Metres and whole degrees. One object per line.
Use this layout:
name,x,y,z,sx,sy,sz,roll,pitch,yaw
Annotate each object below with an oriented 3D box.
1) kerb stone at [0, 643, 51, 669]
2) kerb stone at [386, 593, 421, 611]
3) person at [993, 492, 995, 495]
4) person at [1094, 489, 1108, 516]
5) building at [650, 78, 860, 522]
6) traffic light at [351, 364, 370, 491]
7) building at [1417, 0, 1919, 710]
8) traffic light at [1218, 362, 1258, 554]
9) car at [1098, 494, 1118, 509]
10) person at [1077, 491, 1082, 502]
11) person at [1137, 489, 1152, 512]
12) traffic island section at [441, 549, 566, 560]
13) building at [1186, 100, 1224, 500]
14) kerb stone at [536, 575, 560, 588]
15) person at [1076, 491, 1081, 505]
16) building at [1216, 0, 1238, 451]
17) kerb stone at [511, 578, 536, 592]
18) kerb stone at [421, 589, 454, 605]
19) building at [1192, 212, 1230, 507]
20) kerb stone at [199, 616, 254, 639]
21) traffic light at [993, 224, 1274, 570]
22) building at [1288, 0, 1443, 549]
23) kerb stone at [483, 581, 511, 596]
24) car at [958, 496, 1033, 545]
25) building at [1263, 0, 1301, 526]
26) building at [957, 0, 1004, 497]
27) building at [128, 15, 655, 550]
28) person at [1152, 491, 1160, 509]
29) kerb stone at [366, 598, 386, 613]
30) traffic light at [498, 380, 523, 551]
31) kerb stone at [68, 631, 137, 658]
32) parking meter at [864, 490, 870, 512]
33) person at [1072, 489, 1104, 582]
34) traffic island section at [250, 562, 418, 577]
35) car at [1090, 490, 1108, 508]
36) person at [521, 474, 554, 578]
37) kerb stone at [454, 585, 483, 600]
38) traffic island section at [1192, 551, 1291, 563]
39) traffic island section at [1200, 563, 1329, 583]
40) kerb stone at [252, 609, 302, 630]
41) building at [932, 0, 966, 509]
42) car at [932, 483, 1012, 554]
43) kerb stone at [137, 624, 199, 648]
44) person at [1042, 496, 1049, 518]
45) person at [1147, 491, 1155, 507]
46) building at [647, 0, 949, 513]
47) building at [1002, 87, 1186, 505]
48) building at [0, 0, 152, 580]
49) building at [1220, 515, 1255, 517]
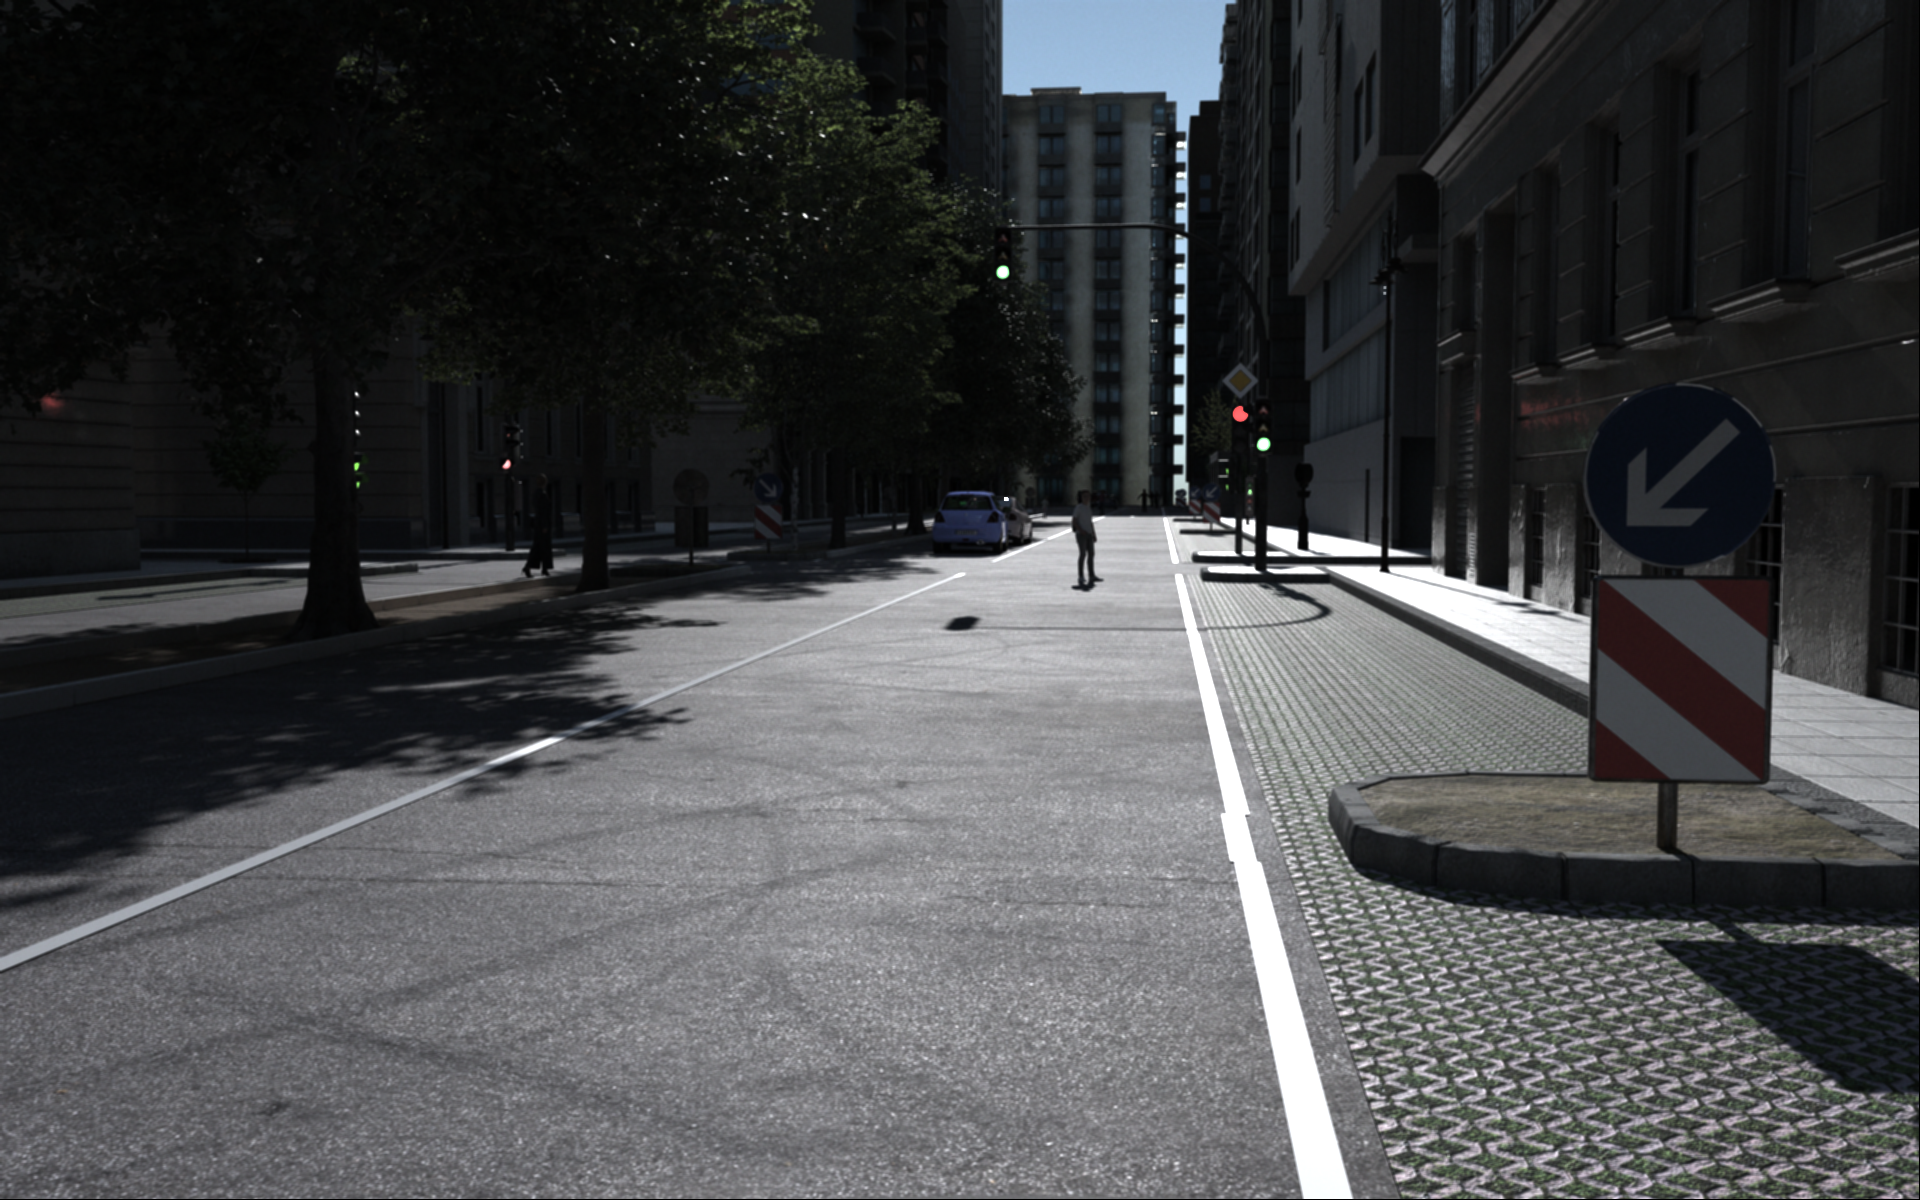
kerb stone,-7.832,0.476,14.451,0.120,0.150,1.000,0,4,7
kerb stone,-7.014,0.038,21.579,0.120,0.150,1.000,0,4,7
person,2.776,-8.873,153.446,0.709,1.838,0.599,-2,4,-23
person,9.443,-6.513,115.702,0.721,1.743,1.217,-3,5,-42
building,-12.562,-13.972,79.356,10.553,20.767,40.483,0,4,7
traffic light,-11.015,-2.568,30.905,0.839,4.253,0.868,0,4,7
building,13.320,-10.976,12.747,16.112,22.955,30.059,0,4,7
traffic light,5.955,-2.942,37.015,0.839,4.253,0.868,0,4,7
car,13.915,-9.233,162.969,2.014,1.417,4.499,0,4,7
person,10.903,-9.075,157.611,0.721,1.736,1.217,1,4,21
person,14.538,-7.828,136.447,1.348,1.831,0.705,2,4,29
traffic island section,-10.141,-1.021,38.978,2.009,0.180,2.903,0,4,7
building,33.458,-33.632,199.993,14.200,45.320,14.600,0,4,7
kerb stone,-6.429,-0.272,26.659,0.120,0.150,1.000,0,4,7
person,10.449,-8.653,150.662,0.721,1.739,1.217,-2,4,-32
building,34.595,-32.769,155.375,23.786,49.044,30.456,0,4,7
kerb stone,-6.547,-0.211,25.644,0.120,0.150,1.000,0,4,7
kerb stone,-6.896,-0.024,22.594,0.120,0.150,1.000,0,4,7
building,31.106,-24.905,178.890,14.160,30.474,14.107,0,4,7
kerb stone,-7.479,0.299,17.510,0.120,0.150,1.000,0,4,7
traffic light,2.954,-3.334,29.179,4.771,5.953,1.251,0,4,7
building,23.515,-28.088,48.475,27.495,52.752,28.713,0,4,7
kerb stone,-6.661,-0.149,24.625,0.120,0.150,1.000,0,4,7
car,1.013,-2.287,49.750,2.083,1.381,4.827,0,4,7
building,20.153,-18.556,75.096,14.160,30.474,14.107,0,4,7
building,-6.606,-45.344,179.628,20.611,71.187,20.563,0,4,7
building,-17.676,-16.107,49.257,13.634,28.700,20.117,0,4,7
person,19.369,-9.911,171.264,0.721,1.735,1.217,3,5,45
kerb stone,-7.131,0.100,20.564,0.120,0.150,1.000,0,4,7
traffic light,-8.015,-3.912,38.635,4.771,5.953,1.251,0,4,7
kerb stone,-7.721,0.412,15.467,0.120,0.150,1.000,0,4,7
parking meter,-6.045,-6.389,112.876,0.372,1.533,0.369,0,3,0
person,2.068,-1.054,28.322,0.523,1.515,0.503,1,4,16
traffic island section,-11.054,-0.536,31.045,2.009,0.180,2.903,0,4,7
car,14.594,-10.471,179.878,2.281,1.827,5.304,0,4,5
person,-7.207,-1.273,29.728,0.576,1.772,0.534,2,4,31
kerb stone,-6.788,-0.087,23.611,0.120,0.150,1.000,0,4,7
traffic island section,5.993,-0.908,37.124,2.009,0.180,2.903,0,4,7
traffic island section,5.081,-0.423,29.191,2.009,0.180,2.903,0,4,7
kerb stone,-7.365,0.225,18.524,0.120,0.150,1.000,0,4,7
building,-7.108,-30.569,149.915,14.600,45.320,14.200,0,4,7
car,0.290,-2.046,43.042,1.945,1.707,3.694,0,4,5
kerb stone,-7.602,0.349,16.489,0.120,0.150,1.000,0,4,7
person,5.119,-5.604,104.410,0.425,1.301,0.394,-1,4,-17
person,21.152,-11.188,191.440,0.705,1.821,1.348,-2,4,-29
building,-12.654,-28.999,128.750,22.147,44.769,28.867,0,4,7
building,11.433,-35.924,206.961,30.456,49.044,23.786,0,4,7
building,-31.285,-12.619,25.398,34.723,24.649,14.460,0,4,7
building,25.139,-40.398,98.759,20.563,71.187,20.611,0,4,7
